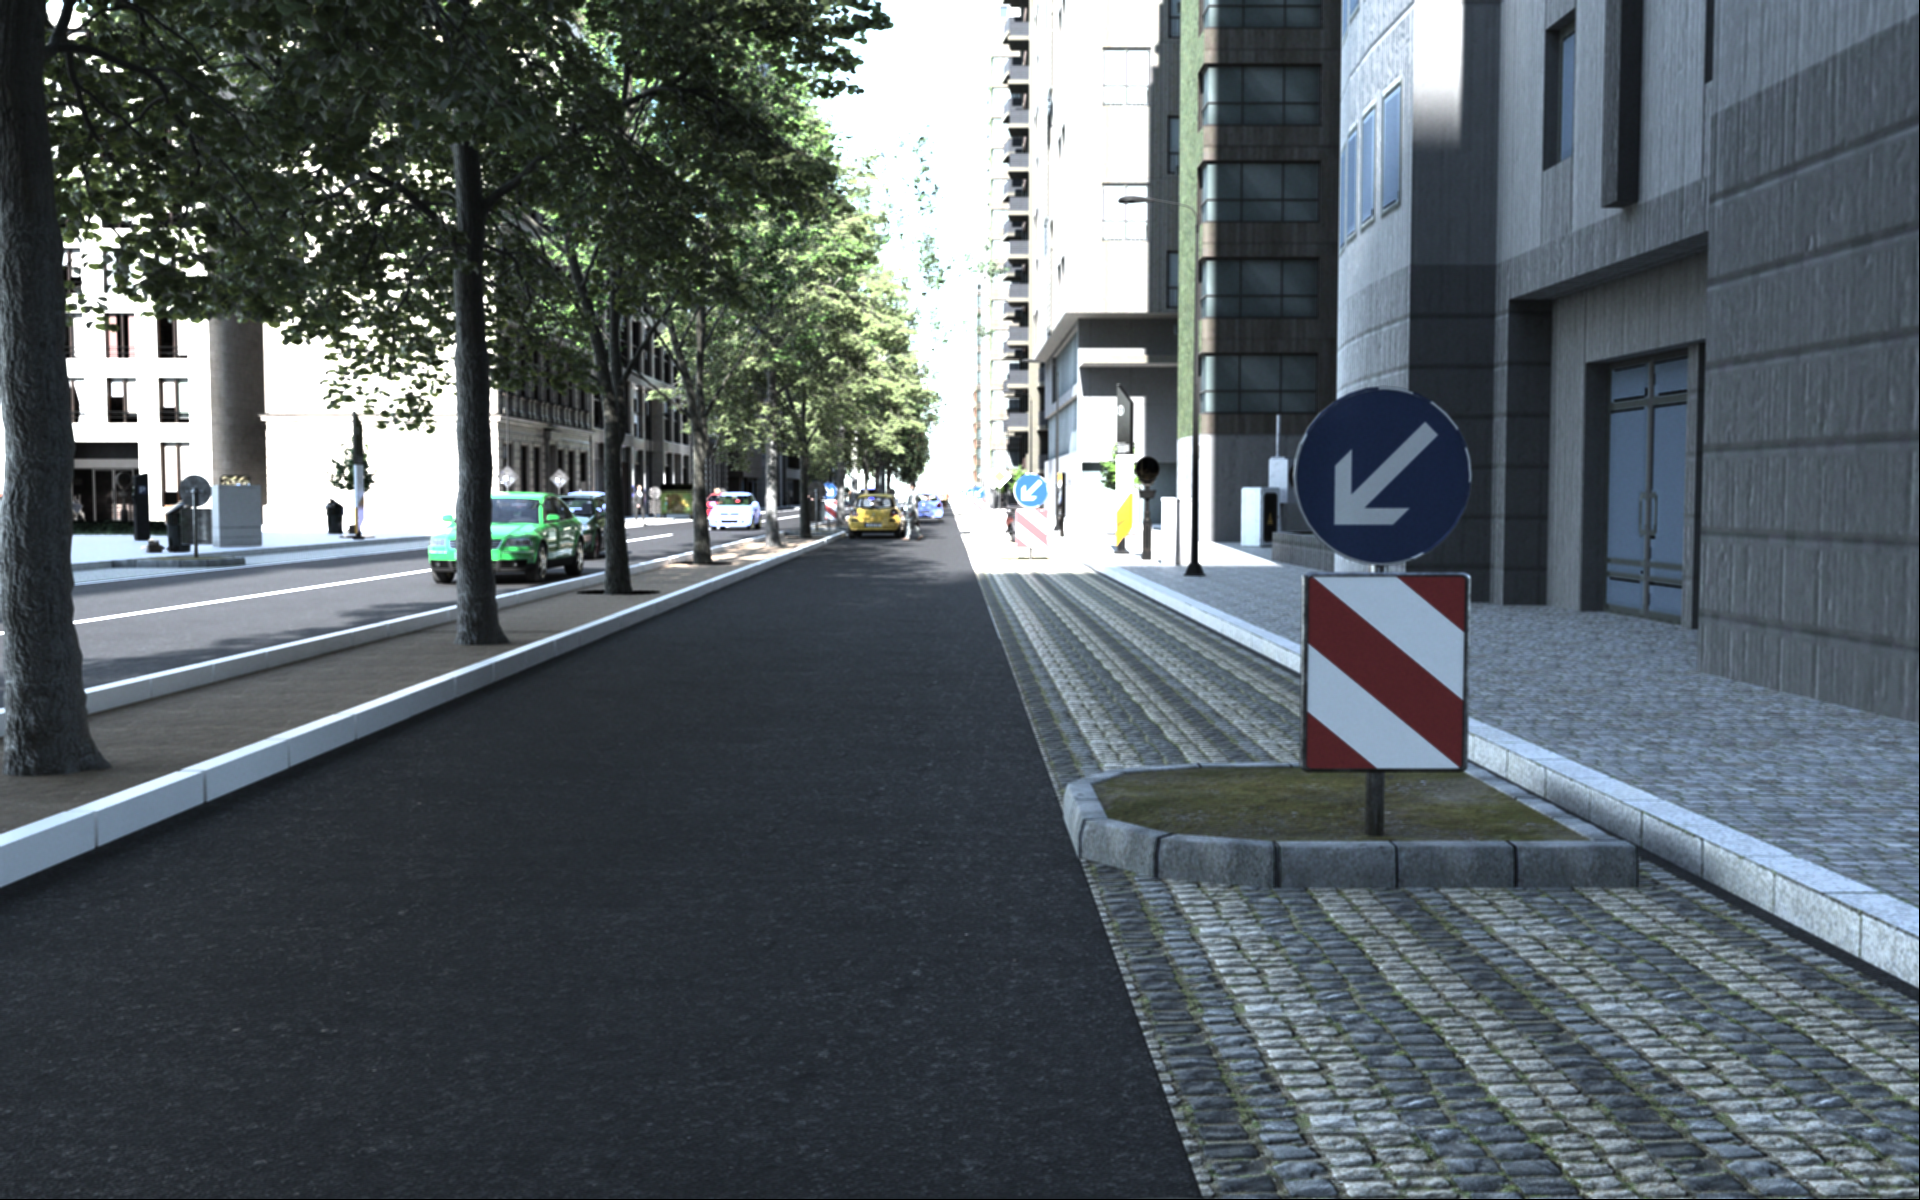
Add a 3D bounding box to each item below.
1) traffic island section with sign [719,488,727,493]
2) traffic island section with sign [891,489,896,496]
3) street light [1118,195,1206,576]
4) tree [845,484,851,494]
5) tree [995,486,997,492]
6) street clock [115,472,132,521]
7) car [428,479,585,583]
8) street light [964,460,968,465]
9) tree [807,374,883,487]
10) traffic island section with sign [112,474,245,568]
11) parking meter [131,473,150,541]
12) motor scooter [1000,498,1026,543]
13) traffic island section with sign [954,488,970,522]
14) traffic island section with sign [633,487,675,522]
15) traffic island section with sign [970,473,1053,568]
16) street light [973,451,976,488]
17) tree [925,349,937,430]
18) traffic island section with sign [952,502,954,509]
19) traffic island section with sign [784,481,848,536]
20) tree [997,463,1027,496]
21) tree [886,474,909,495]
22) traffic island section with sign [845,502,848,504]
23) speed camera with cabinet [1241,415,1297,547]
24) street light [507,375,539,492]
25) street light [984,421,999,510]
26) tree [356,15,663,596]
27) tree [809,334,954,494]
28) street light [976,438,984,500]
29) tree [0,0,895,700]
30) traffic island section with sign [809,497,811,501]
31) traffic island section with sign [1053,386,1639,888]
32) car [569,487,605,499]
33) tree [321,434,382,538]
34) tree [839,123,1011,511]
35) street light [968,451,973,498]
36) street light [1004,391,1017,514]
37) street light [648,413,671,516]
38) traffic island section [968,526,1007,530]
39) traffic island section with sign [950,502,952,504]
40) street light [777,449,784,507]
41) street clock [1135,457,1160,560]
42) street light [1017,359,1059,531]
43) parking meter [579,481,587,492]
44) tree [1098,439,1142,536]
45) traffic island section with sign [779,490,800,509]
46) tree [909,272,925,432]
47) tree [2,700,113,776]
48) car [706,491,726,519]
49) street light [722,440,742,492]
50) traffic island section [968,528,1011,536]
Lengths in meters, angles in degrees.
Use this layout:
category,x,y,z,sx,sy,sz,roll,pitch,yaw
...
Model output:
category,x,y,z,sx,sy,sz,roll,pitch,yaw
traffic island section with sign,-16.035,-6.615,116.780,1.989,1.847,2.006,0,4,0
traffic island section with sign,-5.638,-8.223,142.585,2.006,1.907,1.989,0,4,0
street light,3.149,-3.336,27.077,1.470,5.913,1.316,0,4,0
tree,-19.541,-18.664,299.760,1.663,3.219,1.824,0,3,0
tree,3.572,-9.185,144.777,1.663,3.219,1.824,0,3,0
street clock,-27.886,-3.254,57.776,0.358,2.002,0.471,3,4,38
car,-7.596,-1.253,29.286,1.959,1.807,4.718,0,4,0
street light,1.608,-15.068,218.903,1.470,5.913,1.316,0,4,0
tree,-5.366,-7.666,78.153,4.737,8.622,4.395,0,3,0
traffic island section with sign,-15.407,-1.578,34.422,1.989,1.847,2.006,0,4,0
parking meter,-22.642,-2.578,47.855,0.399,1.863,0.255,-3,5,-44
motor scooter,1.598,-2.329,50.854,0.815,1.314,1.986,0,4,0
traffic island section with sign,0.837,-4.941,89.406,1.989,1.847,2.006,0,4,0
traffic island section with sign,-15.835,-4.966,89.826,1.989,1.847,2.006,0,4,0
traffic island section with sign,1.261,-1.561,34.152,1.989,1.847,2.006,0,4,0
street light,2.131,-11.116,154.288,1.470,5.913,1.316,0,4,0
tree,-4.865,-9.251,71.837,7.486,12.596,7.792,0,3,0
traffic island section with sign,0.629,-6.646,117.287,1.989,1.847,2.006,0,4,0
traffic island section with sign,-5.021,-3.175,60.041,2.006,1.907,1.989,0,4,0
tree,3.536,-6.799,105.763,1.663,3.219,1.824,0,3,0
tree,-5.427,-11.523,141.213,4.360,8.622,3.978,0,3,0
traffic island section with sign,-17.236,-16.410,276.937,1.989,1.847,2.006,0,4,0
speed camera with cabinet,7.650,-2.947,42.519,0.660,3.252,2.038,3,4,38
street light,-17.115,-5.818,67.673,1.470,5.913,1.316,0,4,0
street light,2.465,-8.417,110.163,1.470,5.913,1.316,0,4,0
tree,-5.003,-5.892,24.542,9.928,11.665,9.643,0,3,0
tree,-5.198,-11.589,108.952,9.611,12.733,9.660,0,3,0
street light,2.265,-10.418,142.877,1.470,5.913,1.316,0,4,0
tree,-4.487,-5.819,15.727,7.486,12.596,7.792,0,3,0
traffic island section with sign,-16.623,-11.382,194.726,1.989,1.847,2.006,0,4,0
traffic island section with sign,1.455,0.088,7.197,1.989,1.847,2.006,0,4,0
car,-12.459,-2.930,57.496,1.945,1.707,3.694,0,4,1
tree,-17.699,-3.451,51.030,1.663,3.219,1.824,0,3,0
tree,-4.176,-14.018,87.532,12.611,20.169,13.585,0,3,0
street light,1.907,-13.087,186.505,1.470,5.913,1.316,0,4,0
street light,2.657,-6.447,77.947,1.470,5.913,1.316,0,4,0
street light,-17.312,-7.789,99.889,1.470,5.913,1.316,0,4,0
traffic island section,1.330,-2.786,67.835,2.009,0.180,2.903,0,4,0
traffic island section with sign,0.251,-9.726,167.643,1.989,1.847,2.006,0,4,0
street light,-17.889,-12.458,176.230,1.470,5.913,1.316,0,4,0
street clock,3.631,-1.775,33.591,0.471,2.002,0.358,0,4,6
street light,2.814,-5.333,59.731,1.470,5.913,1.316,0,4,0
parking meter,-17.402,-4.540,79.938,0.255,1.863,0.399,-2,4,-33
tree,5.105,-3.599,53.438,1.663,3.219,1.824,0,3,0
traffic island section with sign,-16.409,-9.699,167.214,1.989,1.847,2.006,0,4,0
tree,-4.962,-7.673,46.034,7.486,12.596,7.792,0,3,0
tree,-4.601,-5.356,8.154,7.486,12.596,7.792,0,3,0
car,-13.034,-5.248,94.837,2.155,1.783,4.494,0,3,0
street light,-17.577,-9.759,132.105,1.470,5.913,1.316,0,4,0
traffic island section,1.390,-2.298,59.850,2.009,0.180,2.903,0,4,0
